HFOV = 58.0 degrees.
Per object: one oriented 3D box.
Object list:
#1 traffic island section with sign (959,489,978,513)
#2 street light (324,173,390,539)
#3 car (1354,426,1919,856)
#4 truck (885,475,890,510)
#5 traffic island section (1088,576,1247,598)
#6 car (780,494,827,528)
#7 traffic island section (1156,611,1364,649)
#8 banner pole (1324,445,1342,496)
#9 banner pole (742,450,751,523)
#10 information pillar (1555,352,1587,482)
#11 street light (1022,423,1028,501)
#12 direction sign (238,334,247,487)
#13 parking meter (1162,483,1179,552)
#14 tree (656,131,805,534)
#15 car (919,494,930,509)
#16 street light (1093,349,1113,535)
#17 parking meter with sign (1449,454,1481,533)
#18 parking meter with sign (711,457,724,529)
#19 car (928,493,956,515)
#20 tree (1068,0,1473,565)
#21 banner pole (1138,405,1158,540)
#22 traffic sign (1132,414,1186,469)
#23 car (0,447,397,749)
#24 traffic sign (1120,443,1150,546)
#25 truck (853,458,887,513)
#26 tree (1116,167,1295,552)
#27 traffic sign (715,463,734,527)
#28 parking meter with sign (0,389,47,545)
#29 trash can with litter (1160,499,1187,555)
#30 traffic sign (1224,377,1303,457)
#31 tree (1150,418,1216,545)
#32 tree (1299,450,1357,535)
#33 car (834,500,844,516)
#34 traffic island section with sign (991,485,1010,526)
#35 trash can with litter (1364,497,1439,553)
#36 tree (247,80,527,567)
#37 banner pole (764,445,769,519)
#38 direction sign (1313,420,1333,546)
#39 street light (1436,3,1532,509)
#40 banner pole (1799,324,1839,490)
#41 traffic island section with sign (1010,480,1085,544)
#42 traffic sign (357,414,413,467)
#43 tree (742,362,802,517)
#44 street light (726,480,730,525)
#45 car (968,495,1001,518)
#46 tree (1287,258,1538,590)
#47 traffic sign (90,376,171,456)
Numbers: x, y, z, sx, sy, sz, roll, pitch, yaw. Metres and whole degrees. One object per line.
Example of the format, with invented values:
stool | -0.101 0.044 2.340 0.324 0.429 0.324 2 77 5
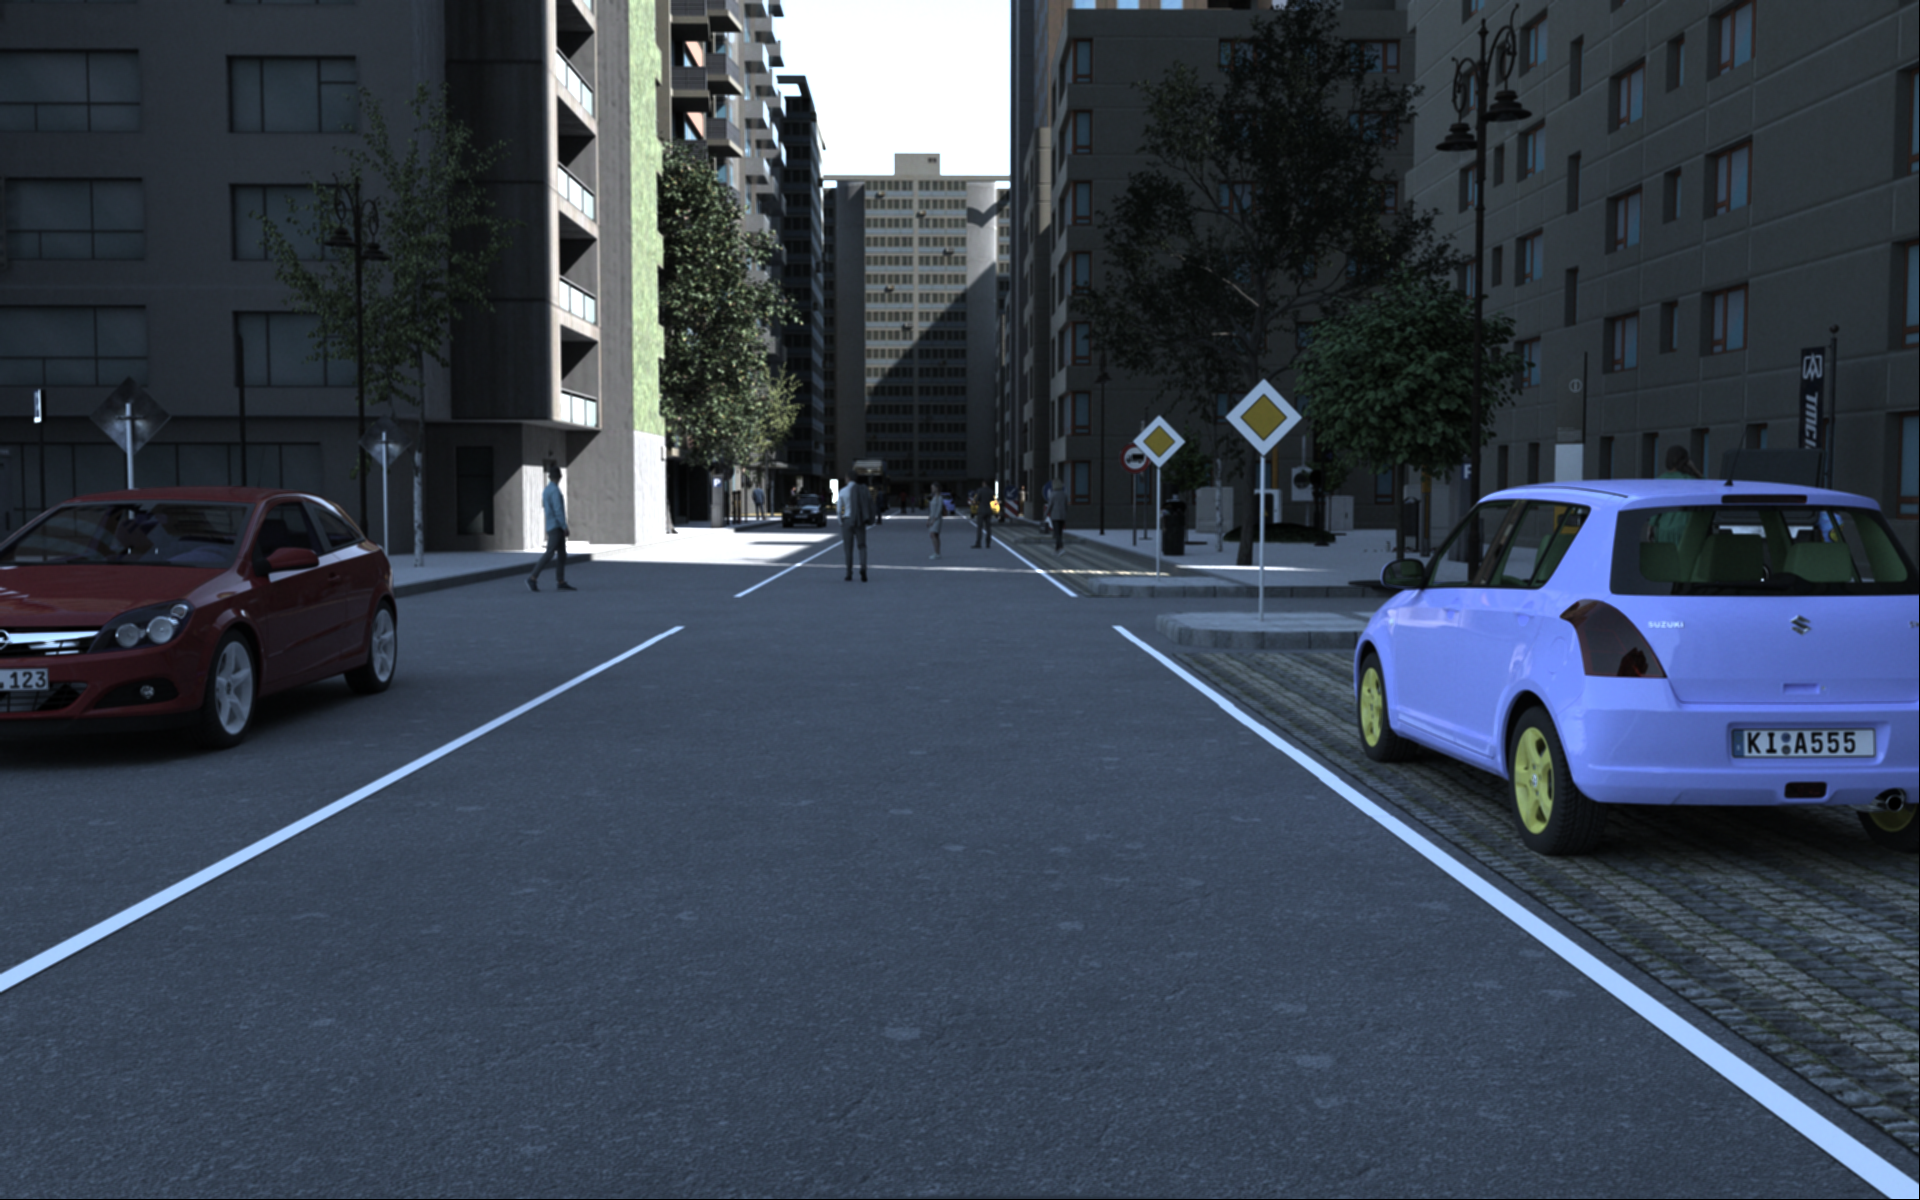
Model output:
traffic island section with sign | 0.872 -8.987 155.559 1.989 1.847 2.006 0 4 -1
street light | -8.775 -3.216 25.363 0.468 5.910 1.993 0 4 -1
car | 3.055 0.087 8.167 1.945 1.707 3.694 0 4 -2
truck | -7.799 -9.742 155.211 3.469 3.379 9.791 0 4 1
traffic island section | 2.952 -0.193 25.436 2.009 0.180 2.903 0 4 -1
car | -6.720 -3.987 74.974 2.009 1.686 4.222 0 4 -1
traffic island section | 3.080 0.295 17.452 2.009 0.180 2.903 0 4 -1
banner pole | 13.107 -4.324 60.706 0.863 3.779 0.401 2 4 33
banner pole | -9.457 -5.321 77.011 0.401 3.779 0.863 1 4 10
information pillar | 10.122 -2.284 28.702 0.504 3.616 0.183 3 5 43
street light | 3.778 -7.773 99.870 0.468 5.910 1.993 0 4 -1
direction sign | -10.346 -2.019 25.007 0.379 3.537 0.876 -1 4 -20
parking meter | 4.667 -1.836 38.432 0.372 1.533 0.369 0 3 0
tree | -9.533 -8.434 54.911 9.611 12.733 9.660 0 3 0
car | -2.970 -9.454 164.800 2.015 1.641 3.980 0 4 1
street light | 4.470 -4.986 54.308 0.468 5.910 1.993 0 4 -1
parking meter with sign | 9.620 -2.253 33.095 0.543 3.016 1.738 0 4 0
parking meter with sign | -9.118 -4.200 64.937 0.543 3.016 1.738 0 4 -6
car | -1.234 -6.738 119.759 1.945 1.707 3.694 0 4 -2
tree | 5.473 -5.901 30.888 7.601 10.594 8.767 0 4 2
banner pole | 5.216 -3.617 49.160 0.401 3.779 0.863 -1 4 -9
traffic sign | 2.929 -1.417 25.353 0.795 2.593 0.064 0 4 -1
car | -5.008 -0.123 11.043 2.155 1.783 4.494 0 4 -1
traffic sign | 4.346 -2.624 43.011 0.768 2.556 0.104 0 4 5
truck | -7.105 -9.019 136.373 2.839 4.237 11.283 0 4 -1
tree | 5.567 -5.371 38.177 4.360 8.622 3.978 0 3 0
traffic sign | -9.133 -4.100 67.135 0.768 2.556 0.104 0 4 6
parking meter with sign | -16.020 -1.972 28.503 1.738 3.016 0.543 -3 4 -38
trash can with litter | 4.438 -1.534 36.472 0.624 1.170 1.055 0 4 2
traffic sign | 3.056 -0.928 17.369 0.795 2.593 0.064 0 4 -1
tree | 5.693 -3.042 44.345 1.663 3.219 1.824 0 3 0
tree | 11.457 -3.647 54.233 1.663 3.219 1.824 0 3 0
car | -7.233 -6.363 114.251 2.015 1.641 3.980 0 4 0
traffic island section with sign | 2.135 -4.183 77.021 1.989 1.847 2.006 0 4 -1
trash can with litter | 10.056 -1.652 38.061 1.678 1.210 2.233 -1 4 -22
tree | -9.797 -4.892 30.347 4.737 8.622 4.395 0 3 0
banner pole | -9.790 -5.979 87.771 0.401 3.779 0.863 -1 4 -19
direction sign | 8.969 -3.109 42.826 0.379 3.537 0.876 3 5 43
street light | 5.086 -2.704 17.005 0.468 5.910 1.993 0 4 -1
banner pole | 12.824 -2.193 25.874 0.401 3.779 0.863 -1 4 -17
traffic island section with sign | 2.565 -2.532 50.031 1.989 1.847 2.006 0 4 -1
traffic sign | -8.364 -1.407 25.193 0.795 2.593 0.064 0 4 -1
tree | -10.666 -8.935 96.455 4.737 8.622 4.395 0 3 0
street light | -9.530 -6.002 70.924 0.468 5.910 1.993 0 4 -1
car | 1.491 -5.744 104.132 2.015 1.641 3.980 0 4 1
tree | 6.302 -2.484 24.328 4.285 4.588 4.351 0 3 0
traffic sign | -8.237 -0.919 17.209 0.795 2.593 0.064 0 4 -1
